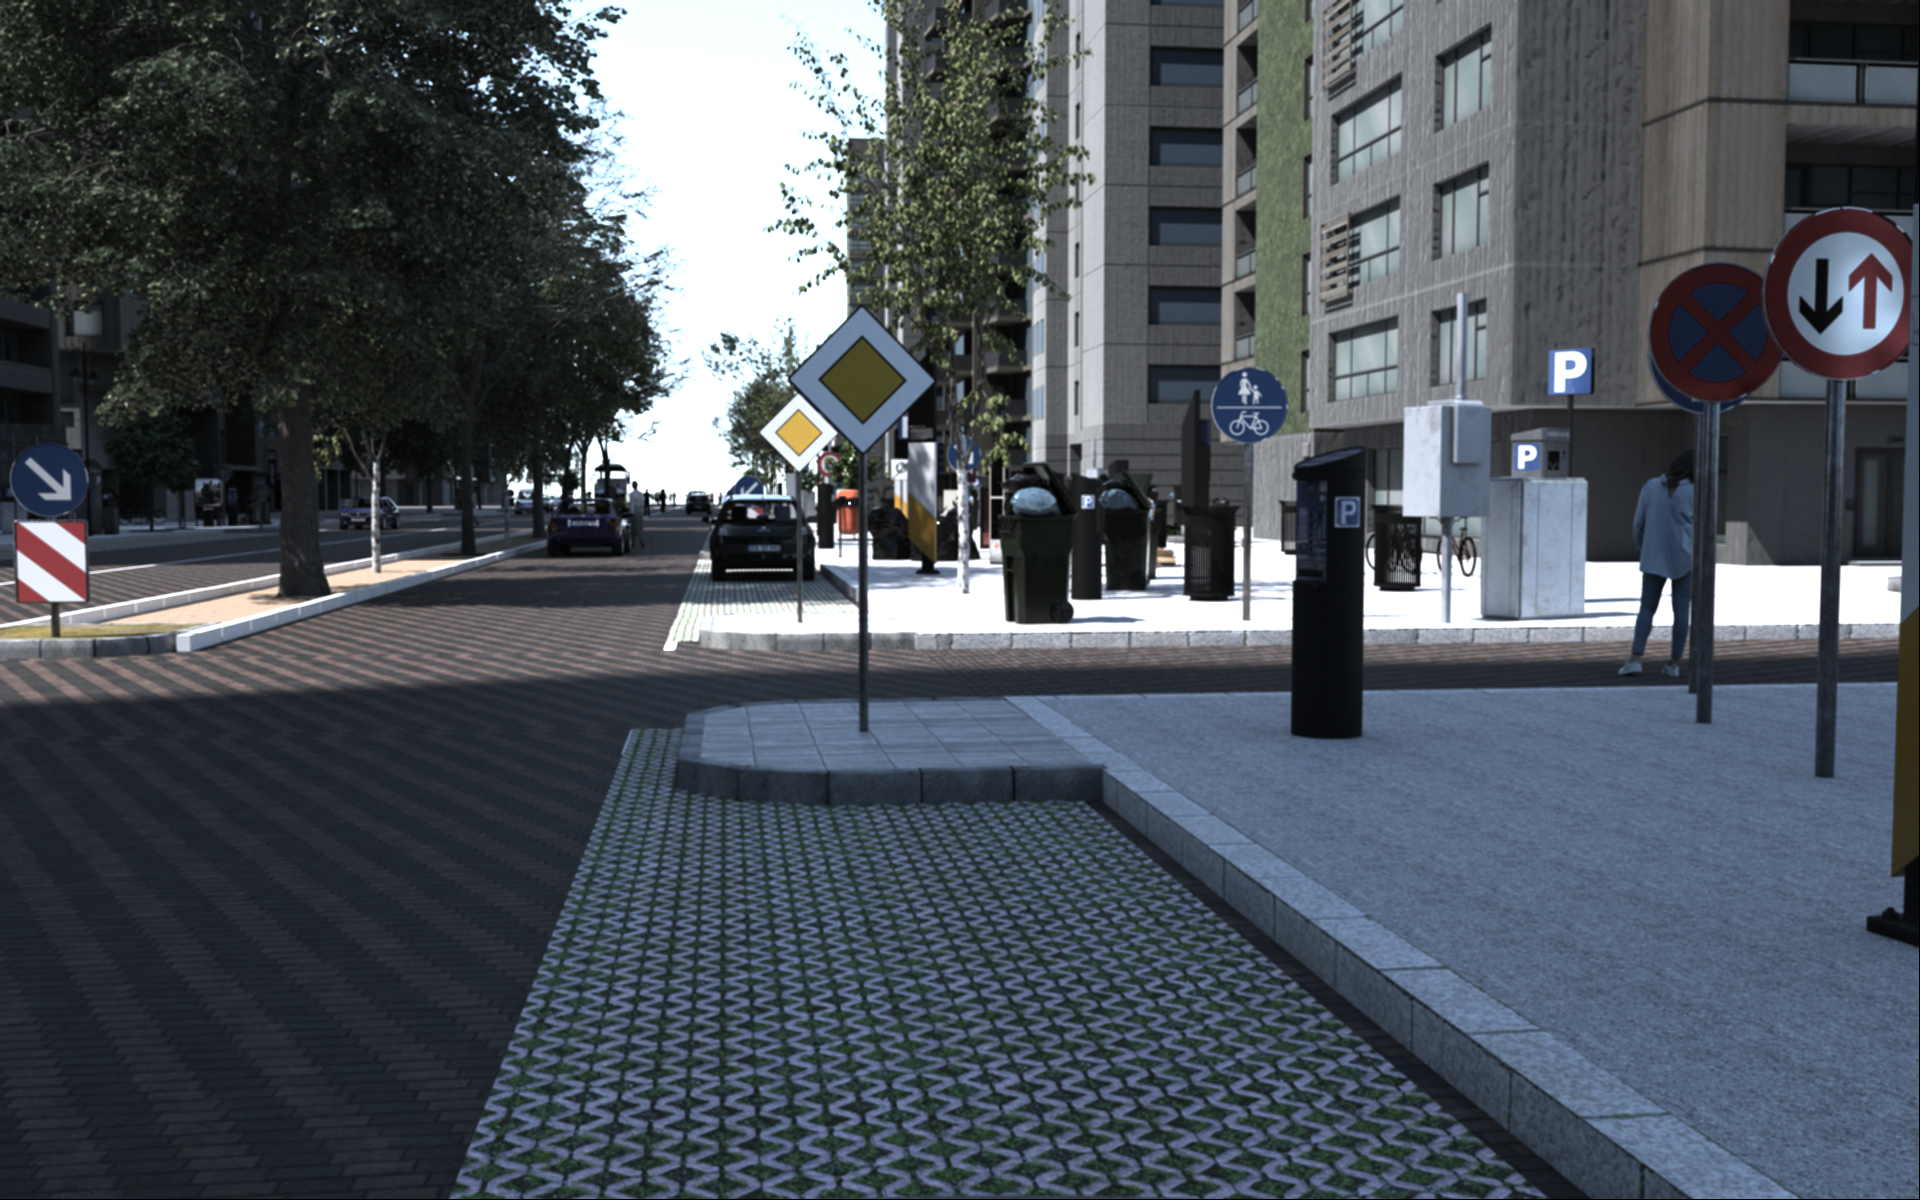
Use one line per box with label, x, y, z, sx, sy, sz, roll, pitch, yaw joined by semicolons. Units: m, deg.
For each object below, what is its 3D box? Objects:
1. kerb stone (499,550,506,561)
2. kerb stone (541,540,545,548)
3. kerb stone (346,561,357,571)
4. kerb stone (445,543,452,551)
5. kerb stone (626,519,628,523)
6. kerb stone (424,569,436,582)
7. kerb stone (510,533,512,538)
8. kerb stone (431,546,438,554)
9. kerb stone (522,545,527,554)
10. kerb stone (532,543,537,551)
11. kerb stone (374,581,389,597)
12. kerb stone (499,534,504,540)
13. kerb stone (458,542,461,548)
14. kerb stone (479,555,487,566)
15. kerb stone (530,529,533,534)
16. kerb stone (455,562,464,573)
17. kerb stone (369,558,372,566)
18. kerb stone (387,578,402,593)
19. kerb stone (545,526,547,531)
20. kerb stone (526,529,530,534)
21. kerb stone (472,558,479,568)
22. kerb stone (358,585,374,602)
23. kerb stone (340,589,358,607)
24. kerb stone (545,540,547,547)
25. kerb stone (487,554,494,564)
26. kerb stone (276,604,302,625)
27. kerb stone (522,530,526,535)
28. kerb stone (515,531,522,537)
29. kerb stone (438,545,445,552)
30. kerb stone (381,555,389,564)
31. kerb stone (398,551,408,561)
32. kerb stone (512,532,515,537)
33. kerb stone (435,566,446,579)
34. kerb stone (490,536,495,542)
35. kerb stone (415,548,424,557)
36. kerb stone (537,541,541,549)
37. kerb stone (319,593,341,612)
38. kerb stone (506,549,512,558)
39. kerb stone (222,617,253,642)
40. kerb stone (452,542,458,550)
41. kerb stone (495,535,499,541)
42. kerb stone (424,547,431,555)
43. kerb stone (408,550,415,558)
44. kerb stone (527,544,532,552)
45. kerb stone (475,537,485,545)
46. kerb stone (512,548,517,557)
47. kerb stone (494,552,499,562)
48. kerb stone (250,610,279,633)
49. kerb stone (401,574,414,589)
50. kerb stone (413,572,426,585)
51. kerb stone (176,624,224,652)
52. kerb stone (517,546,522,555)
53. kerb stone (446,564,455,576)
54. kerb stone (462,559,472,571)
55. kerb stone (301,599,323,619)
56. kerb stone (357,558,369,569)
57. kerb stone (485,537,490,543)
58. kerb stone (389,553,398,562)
kerb stone;-10.022;-0.941;37.574;0.120;0.150;1.000;0;4;-8
kerb stone;-11.132;-1.436;45.705;0.120;0.150;1.000;0;4;-8
kerb stone;-11.423;-0.612;32.206;0.120;0.150;1.000;0;4;-8
kerb stone;-12.934;-1.293;43.373;0.120;0.150;1.000;0;4;-8
kerb stone;-17.066;-4.109;89.376;0.120;0.150;1.000;0;4;-8
kerb stone;-8.788;-0.382;28.440;0.120;0.150;1.000;0;4;-8
kerb stone;-14.591;-2.041;55.570;0.120;0.150;1.000;0;4;-8
kerb stone;-12.658;-1.170;41.348;0.120;0.150;1.000;0;4;-8
kerb stone;-10.579;-1.189;41.639;0.120;0.150;1.000;0;4;-8
kerb stone;-10.859;-1.314;43.672;0.120;0.150;1.000;0;4;-8
kerb stone;-8.233;-0.128;24.374;0.120;0.150;1.000;0;4;-8
kerb stone;-14.314;-1.914;53.540;0.120;0.150;1.000;0;4;-8
kerb stone;-13.206;-1.420;45.408;0.120;0.150;1.000;0;4;-8
kerb stone;-9.609;-0.754;34.531;0.120;0.150;1.000;0;4;-8
kerb stone;-15.422;-2.414;61.662;0.120;0.150;1.000;0;4;-8
kerb stone;-9.203;-0.562;31.492;0.120;0.150;1.000;0;4;-8
kerb stone;-11.701;-0.733;34.236;0.120;0.150;1.000;0;4;-8
kerb stone;-8.366;-0.195;25.387;0.120;0.150;1.000;0;4;-8
kerb stone;-16.529;-2.904;69.793;0.120;0.150;1.000;0;4;-8
kerb stone;-15.279;-2.352;60.651;0.120;0.150;1.000;0;4;-8
kerb stone;-9.482;-0.692;33.517;0.120;0.150;1.000;0;4;-8
kerb stone;-8.096;-0.071;23.361;0.120;0.150;1.000;0;4;-8
kerb stone;-7.960;-0.008;22.333;0.120;0.150;1.000;0;4;-8
kerb stone;-11.271;-1.500;46.723;0.120;0.150;1.000;0;4;-8
kerb stone;-9.753;-0.811;35.544;0.120;0.150;1.000;0;4;-8
kerb stone;-7.545;0.178;19.286;0.120;0.150;1.000;0;4;-8
kerb stone;-15.144;-2.285;59.638;0.120;0.150;1.000;0;4;-8
kerb stone;-15.014;-2.228;58.620;0.120;0.150;1.000;0;4;-8
kerb stone;-12.804;-1.233;42.360;0.120;0.150;1.000;0;4;-8
kerb stone;-11.833;-0.798;35.249;0.120;0.150;1.000;0;4;-8
kerb stone;-12.098;-0.923;37.281;0.120;0.150;1.000;0;4;-8
kerb stone;-14.736;-2.104;56.588;0.120;0.150;1.000;0;4;-8
kerb stone;-8.924;-0.444;29.456;0.120;0.150;1.000;0;4;-8
kerb stone;-14.044;-1.793;51.514;0.120;0.150;1.000;0;4;-8
kerb stone;-12.381;-1.042;39.317;0.120;0.150;1.000;0;4;-8
kerb stone;-11.000;-1.374;44.692;0.120;0.150;1.000;0;4;-8
kerb stone;-7.819;0.055;21.320;0.120;0.150;1.000;0;4;-8
kerb stone;-10.163;-1.003;38.591;0.120;0.150;1.000;0;4;-8
kerb stone;-7.267;0.304;17.257;0.120;0.150;1.000;0;4;-8
kerb stone;-13.074;-1.350;44.395;0.120;0.150;1.000;0;4;-8
kerb stone;-14.180;-1.855;52.527;0.120;0.150;1.000;0;4;-8
kerb stone;-12.522;-1.109;40.335;0.120;0.150;1.000;0;4;-8
kerb stone;-12.251;-0.985;38.303;0.120;0.150;1.000;0;4;-8
kerb stone;-10.721;-1.252;42.659;0.120;0.150;1.000;0;4;-8
kerb stone;-13.760;-1.669;49.477;0.120;0.150;1.000;0;4;-8
kerb stone;-10.310;-1.065;39.602;0.120;0.150;1.000;0;4;-8
kerb stone;-9.903;-0.879;36.559;0.120;0.150;1.000;0;4;-8
kerb stone;-7.406;0.243;18.274;0.120;0.150;1.000;0;4;-8
kerb stone;-8.507;-0.257;26.400;0.120;0.150;1.000;0;4;-8
kerb stone;-8.649;-0.319;27.421;0.120;0.150;1.000;0;4;-8
kerb stone;-7.132;0.364;16.244;0.120;0.150;1.000;0;4;-8
kerb stone;-10.447;-1.120;40.622;0.120;0.150;1.000;0;4;-8
kerb stone;-9.065;-0.506;30.474;0.120;0.150;1.000;0;4;-8
kerb stone;-9.344;-0.631;32.504;0.120;0.150;1.000;0;4;-8
kerb stone;-7.677;0.120;20.300;0.120;0.150;1.000;0;4;-8
kerb stone;-11.549;-0.674;33.222;0.120;0.150;1.000;0;4;-8
kerb stone;-13.898;-1.731;50.489;0.120;0.150;1.000;0;4;-8
kerb stone;-11.974;-0.853;36.264;0.120;0.150;1.000;0;4;-8
